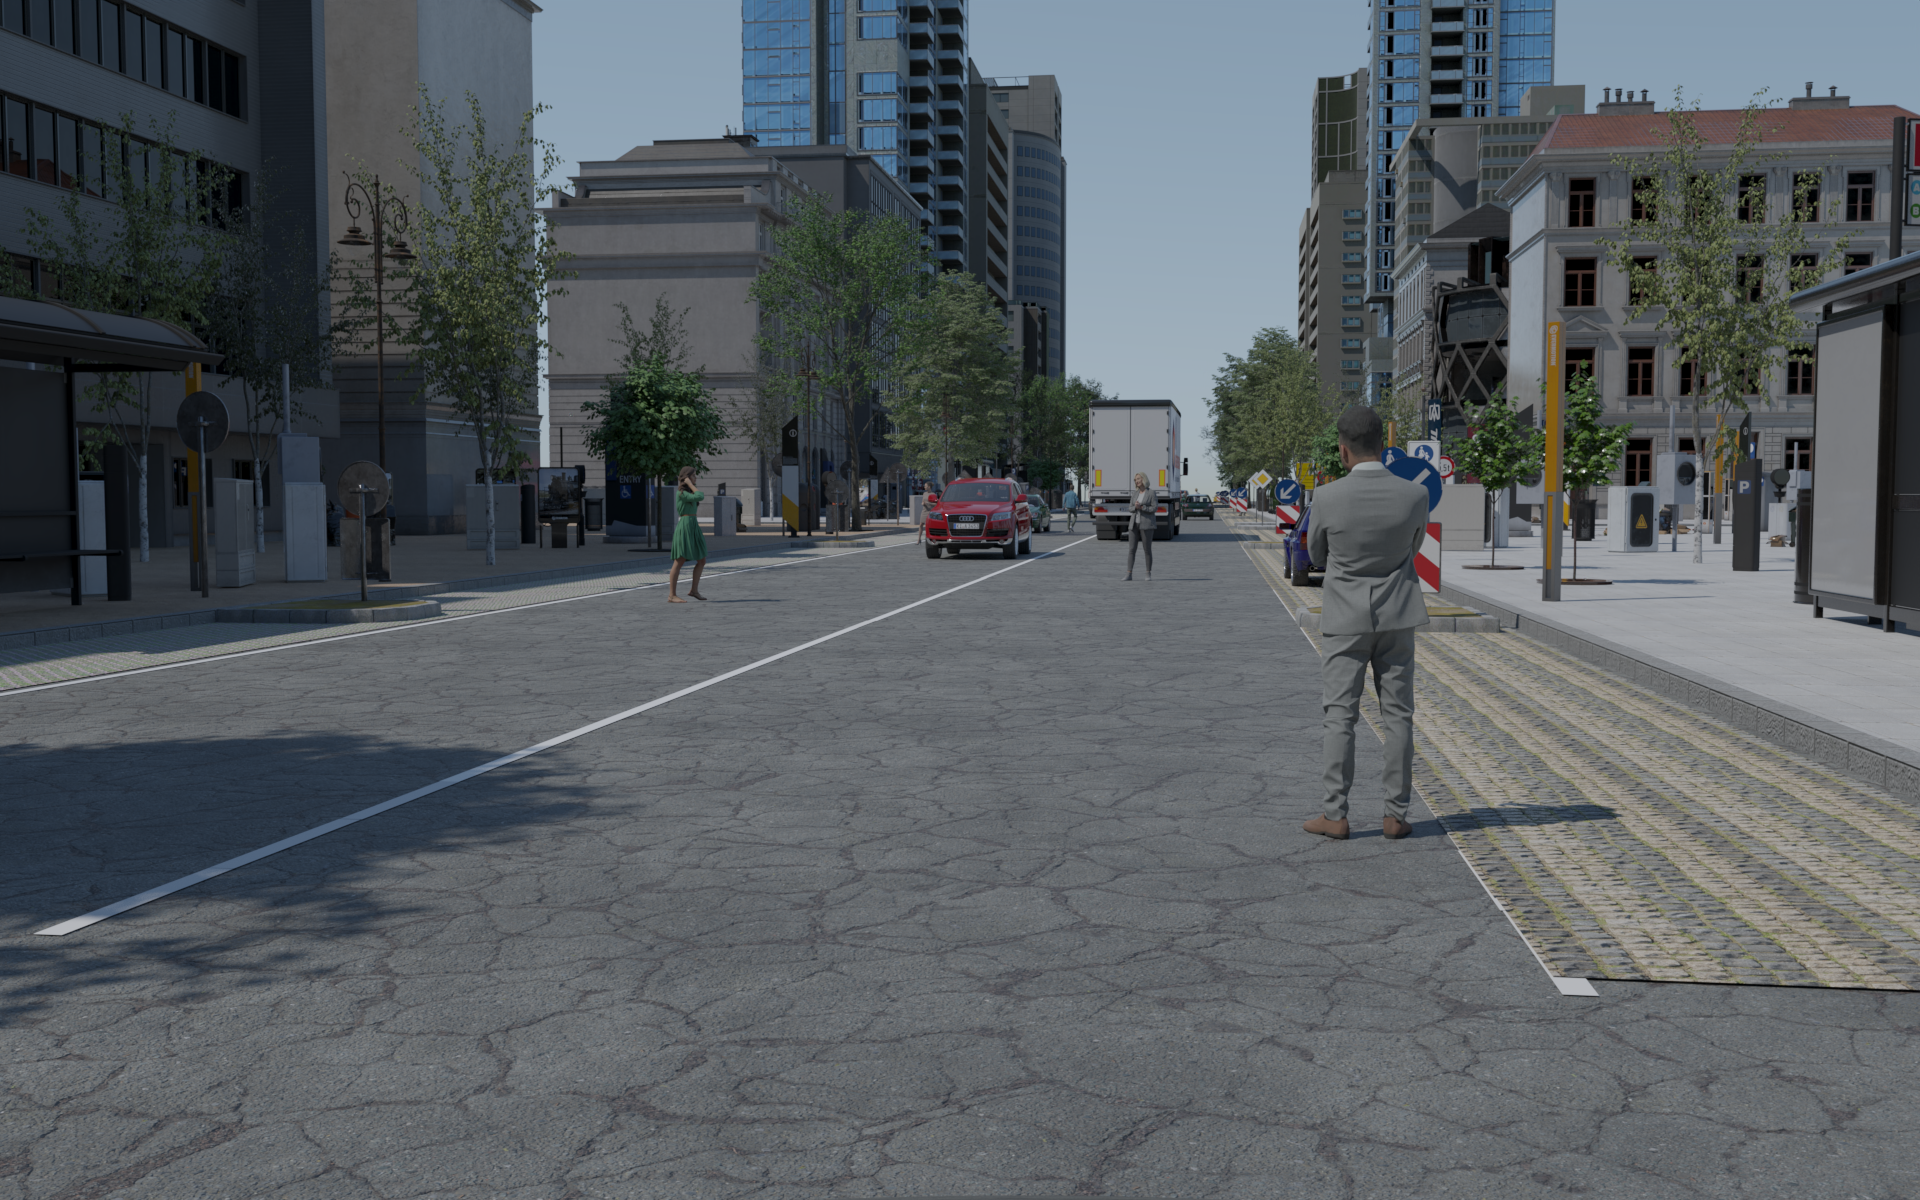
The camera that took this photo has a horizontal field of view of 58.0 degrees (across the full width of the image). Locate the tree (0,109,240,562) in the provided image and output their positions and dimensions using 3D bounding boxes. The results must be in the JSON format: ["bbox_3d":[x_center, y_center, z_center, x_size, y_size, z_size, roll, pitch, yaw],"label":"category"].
[{"bbox_3d":[-15.733,-5.035,32.689,4.737,8.622,4.395,0,3,0],"label":"tree"}]

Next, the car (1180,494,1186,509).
[{"bbox_3d":[18.119,-8.131,144.747,2.131,1.459,4.920,1,4,9],"label":"car"}]

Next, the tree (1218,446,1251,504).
[{"bbox_3d":[38.926,-19.164,239.090,9.928,11.665,9.643,0,3,0],"label":"tree"}]

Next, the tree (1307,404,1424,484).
[{"bbox_3d":[14.393,-4.846,62.939,4.285,4.588,4.351,0,3,0],"label":"tree"}]

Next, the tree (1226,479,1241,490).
[{"bbox_3d":[46.383,-18.767,290.550,4.285,4.588,4.351,0,3,0],"label":"tree"}]

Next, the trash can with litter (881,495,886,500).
[{"bbox_3d":[-7.758,-8.384,148.143,2.233,1.210,1.678,-3,4,-37],"label":"trash can with litter"}]

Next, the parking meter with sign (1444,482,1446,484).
[{"bbox_3d":[30.972,-7.044,111.429,0.543,3.016,1.738,3,5,43],"label":"parking meter with sign"}]

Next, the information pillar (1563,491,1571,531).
[{"bbox_3d":[21.141,-4.235,60.594,0.183,3.616,0.504,-2,4,-33],"label":"information pillar"}]

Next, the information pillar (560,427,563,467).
[{"bbox_3d":[-13.934,-4.237,60.627,0.183,3.616,0.504,-1,4,-12],"label":"information pillar"}]

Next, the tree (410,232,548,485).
[{"bbox_3d":[-13.357,-6.013,48.669,4.360,8.622,3.978,0,3,0],"label":"tree"}]

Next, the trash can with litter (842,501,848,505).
[{"bbox_3d":[-6.983,-5.410,99.843,1.055,1.170,0.624,3,4,37],"label":"trash can with litter"}]

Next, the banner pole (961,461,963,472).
[{"bbox_3d":[0.090,-6.472,95.831,0.401,3.779,0.863,0,4,6],"label":"banner pole"}]

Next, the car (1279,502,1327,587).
[{"bbox_3d":[6.147,-0.938,27.910,1.945,1.354,3.894,0,4,8],"label":"car"}]

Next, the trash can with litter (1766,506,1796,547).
[{"bbox_3d":[20.009,-1.856,41.732,1.055,1.170,0.624,3,5,41],"label":"trash can with litter"}]

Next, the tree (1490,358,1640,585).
[{"bbox_3d":[8.865,-1.836,24.614,1.663,3.219,1.824,0,3,0],"label":"tree"}]

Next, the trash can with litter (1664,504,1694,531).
[{"bbox_3d":[25.422,-3.046,60.867,2.233,1.210,1.678,0,4,-7],"label":"trash can with litter"}]

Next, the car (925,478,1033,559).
[{"bbox_3d":[0.491,-1.914,39.967,2.281,1.827,5.304,0,4,8],"label":"car"}]

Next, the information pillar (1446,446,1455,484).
[{"bbox_3d":[21.690,-5.214,76.605,0.183,3.616,0.504,-2,4,-24],"label":"information pillar"}]

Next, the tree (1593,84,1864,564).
[{"bbox_3d":[13.841,-4.971,31.642,4.737,8.622,4.395,0,3,0],"label":"tree"}]

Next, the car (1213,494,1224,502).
[{"bbox_3d":[40.035,-15.758,267.867,2.015,1.641,3.980,0,4,8],"label":"car"}]

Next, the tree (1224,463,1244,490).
[{"bbox_3d":[40.055,-18.388,250.999,4.360,8.622,3.978,0,3,0],"label":"tree"}]

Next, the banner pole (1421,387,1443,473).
[{"bbox_3d":[10.910,-3.074,40.274,0.401,3.779,0.863,-2,4,-24],"label":"banner pole"}]

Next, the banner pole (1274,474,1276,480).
[{"bbox_3d":[26.179,-9.423,144.076,0.401,3.779,0.863,2,4,25],"label":"banner pole"}]

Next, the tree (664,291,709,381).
[{"bbox_3d":[-11.390,-6.933,63.724,4.737,8.622,4.395,0,3,0],"label":"tree"}]

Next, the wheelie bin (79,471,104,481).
[{"bbox_3d":[-12.221,-0.998,24.225,0.980,1.594,0.693,-2,4,-26],"label":"wheelie bin"}]

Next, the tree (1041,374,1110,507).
[{"bbox_3d":[11.536,-15.206,165.633,9.611,12.733,9.660,0,3,0],"label":"tree"}]

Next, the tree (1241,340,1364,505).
[{"bbox_3d":[16.241,-8.085,82.557,4.737,8.622,4.395,0,3,0],"label":"tree"}]

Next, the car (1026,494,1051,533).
[{"bbox_3d":[2.316,-3.245,64.858,2.131,1.459,4.920,1,4,9],"label":"car"}]

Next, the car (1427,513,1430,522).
[{"bbox_3d":[20.086,-3.711,72.682,4.499,1.417,2.014,1,4,9],"label":"car"}]

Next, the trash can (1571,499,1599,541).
[{"bbox_3d":[17.016,-2.178,47.260,0.748,1.137,0.748,0,3,0],"label":"trash can"}]

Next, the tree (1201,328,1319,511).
[{"bbox_3d":[23.556,-13.947,134.687,9.857,13.997,8.962,0,3,0],"label":"tree"}]

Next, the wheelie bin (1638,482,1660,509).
[{"bbox_3d":[17.628,-2.245,44.620,0.693,1.594,0.980,0,4,2],"label":"wheelie bin"}]

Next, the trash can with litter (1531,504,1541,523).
[{"bbox_3d":[25.498,-3.943,75.856,1.055,1.170,0.624,-1,4,-15],"label":"trash can with litter"}]

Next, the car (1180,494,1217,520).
[{"bbox_3d":[13.152,-5.248,95.585,2.009,1.686,4.222,1,4,9],"label":"car"}]

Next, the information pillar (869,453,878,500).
[{"bbox_3d":[-4.997,-6.634,99.819,0.504,3.616,0.183,0,4,5],"label":"information pillar"}]

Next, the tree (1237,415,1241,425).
[{"bbox_3d":[19.157,-9.414,104.277,4.737,8.622,4.395,0,3,0],"label":"tree"}]

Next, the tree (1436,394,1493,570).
[{"bbox_3d":[9.230,-2.134,29.493,1.663,3.219,1.824,0,3,0],"label":"tree"}]

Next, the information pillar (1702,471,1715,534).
[{"bbox_3d":[24.072,-3.139,55.808,0.304,2.012,0.304,-3,5,-43],"label":"information pillar"}]

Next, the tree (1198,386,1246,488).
[{"bbox_3d":[31.117,-17.066,189.399,12.009,13.543,11.850,0,3,0],"label":"tree"}]

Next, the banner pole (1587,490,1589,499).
[{"bbox_3d":[25.072,-4.795,68.422,0.863,3.779,0.401,1,4,18],"label":"banner pole"}]

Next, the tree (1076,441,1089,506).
[{"bbox_3d":[13.955,-14.642,189.751,4.737,8.622,4.395,0,3,0],"label":"tree"}]

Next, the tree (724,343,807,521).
[{"bbox_3d":[-9.145,-8.113,83.013,4.360,8.622,3.978,0,3,0],"label":"tree"}]

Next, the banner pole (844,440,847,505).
[{"bbox_3d":[-5.308,-5.516,80.197,0.401,3.779,0.863,0,4,-7],"label":"banner pole"}]

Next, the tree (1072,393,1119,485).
[{"bbox_3d":[18.065,-18.970,216.812,9.857,13.997,8.962,0,3,0],"label":"tree"}]

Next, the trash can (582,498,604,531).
[{"bbox_3d":[-12.709,-2.962,60.090,0.748,1.137,0.748,0,3,0],"label":"trash can"}]

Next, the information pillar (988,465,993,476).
[{"bbox_3d":[2.318,-8.765,134.655,0.504,3.616,0.183,3,4,38],"label":"information pillar"}]

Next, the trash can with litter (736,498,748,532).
[{"bbox_3d":[-7.518,-2.902,58.828,0.624,1.170,1.055,-2,4,-33],"label":"trash can with litter"}]

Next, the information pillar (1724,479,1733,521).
[{"bbox_3d":[37.208,-4.849,83.777,0.304,2.012,0.304,-1,4,-14],"label":"information pillar"}]

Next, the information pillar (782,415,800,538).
[{"bbox_3d":[-4.972,-3.641,50.877,0.504,3.616,0.183,0,4,-6],"label":"information pillar"}]

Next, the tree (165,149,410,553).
[{"bbox_3d":[-15.144,-5.342,37.710,4.360,8.622,3.978,0,3,0],"label":"tree"}]

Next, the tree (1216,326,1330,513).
[{"bbox_3d":[21.491,-12.172,117.132,7.486,12.596,7.792,0,3,0],"label":"tree"}]

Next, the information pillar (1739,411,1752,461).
[{"bbox_3d":[22.314,-3.542,49.268,0.183,3.616,0.504,0,4,-6],"label":"information pillar"}]
